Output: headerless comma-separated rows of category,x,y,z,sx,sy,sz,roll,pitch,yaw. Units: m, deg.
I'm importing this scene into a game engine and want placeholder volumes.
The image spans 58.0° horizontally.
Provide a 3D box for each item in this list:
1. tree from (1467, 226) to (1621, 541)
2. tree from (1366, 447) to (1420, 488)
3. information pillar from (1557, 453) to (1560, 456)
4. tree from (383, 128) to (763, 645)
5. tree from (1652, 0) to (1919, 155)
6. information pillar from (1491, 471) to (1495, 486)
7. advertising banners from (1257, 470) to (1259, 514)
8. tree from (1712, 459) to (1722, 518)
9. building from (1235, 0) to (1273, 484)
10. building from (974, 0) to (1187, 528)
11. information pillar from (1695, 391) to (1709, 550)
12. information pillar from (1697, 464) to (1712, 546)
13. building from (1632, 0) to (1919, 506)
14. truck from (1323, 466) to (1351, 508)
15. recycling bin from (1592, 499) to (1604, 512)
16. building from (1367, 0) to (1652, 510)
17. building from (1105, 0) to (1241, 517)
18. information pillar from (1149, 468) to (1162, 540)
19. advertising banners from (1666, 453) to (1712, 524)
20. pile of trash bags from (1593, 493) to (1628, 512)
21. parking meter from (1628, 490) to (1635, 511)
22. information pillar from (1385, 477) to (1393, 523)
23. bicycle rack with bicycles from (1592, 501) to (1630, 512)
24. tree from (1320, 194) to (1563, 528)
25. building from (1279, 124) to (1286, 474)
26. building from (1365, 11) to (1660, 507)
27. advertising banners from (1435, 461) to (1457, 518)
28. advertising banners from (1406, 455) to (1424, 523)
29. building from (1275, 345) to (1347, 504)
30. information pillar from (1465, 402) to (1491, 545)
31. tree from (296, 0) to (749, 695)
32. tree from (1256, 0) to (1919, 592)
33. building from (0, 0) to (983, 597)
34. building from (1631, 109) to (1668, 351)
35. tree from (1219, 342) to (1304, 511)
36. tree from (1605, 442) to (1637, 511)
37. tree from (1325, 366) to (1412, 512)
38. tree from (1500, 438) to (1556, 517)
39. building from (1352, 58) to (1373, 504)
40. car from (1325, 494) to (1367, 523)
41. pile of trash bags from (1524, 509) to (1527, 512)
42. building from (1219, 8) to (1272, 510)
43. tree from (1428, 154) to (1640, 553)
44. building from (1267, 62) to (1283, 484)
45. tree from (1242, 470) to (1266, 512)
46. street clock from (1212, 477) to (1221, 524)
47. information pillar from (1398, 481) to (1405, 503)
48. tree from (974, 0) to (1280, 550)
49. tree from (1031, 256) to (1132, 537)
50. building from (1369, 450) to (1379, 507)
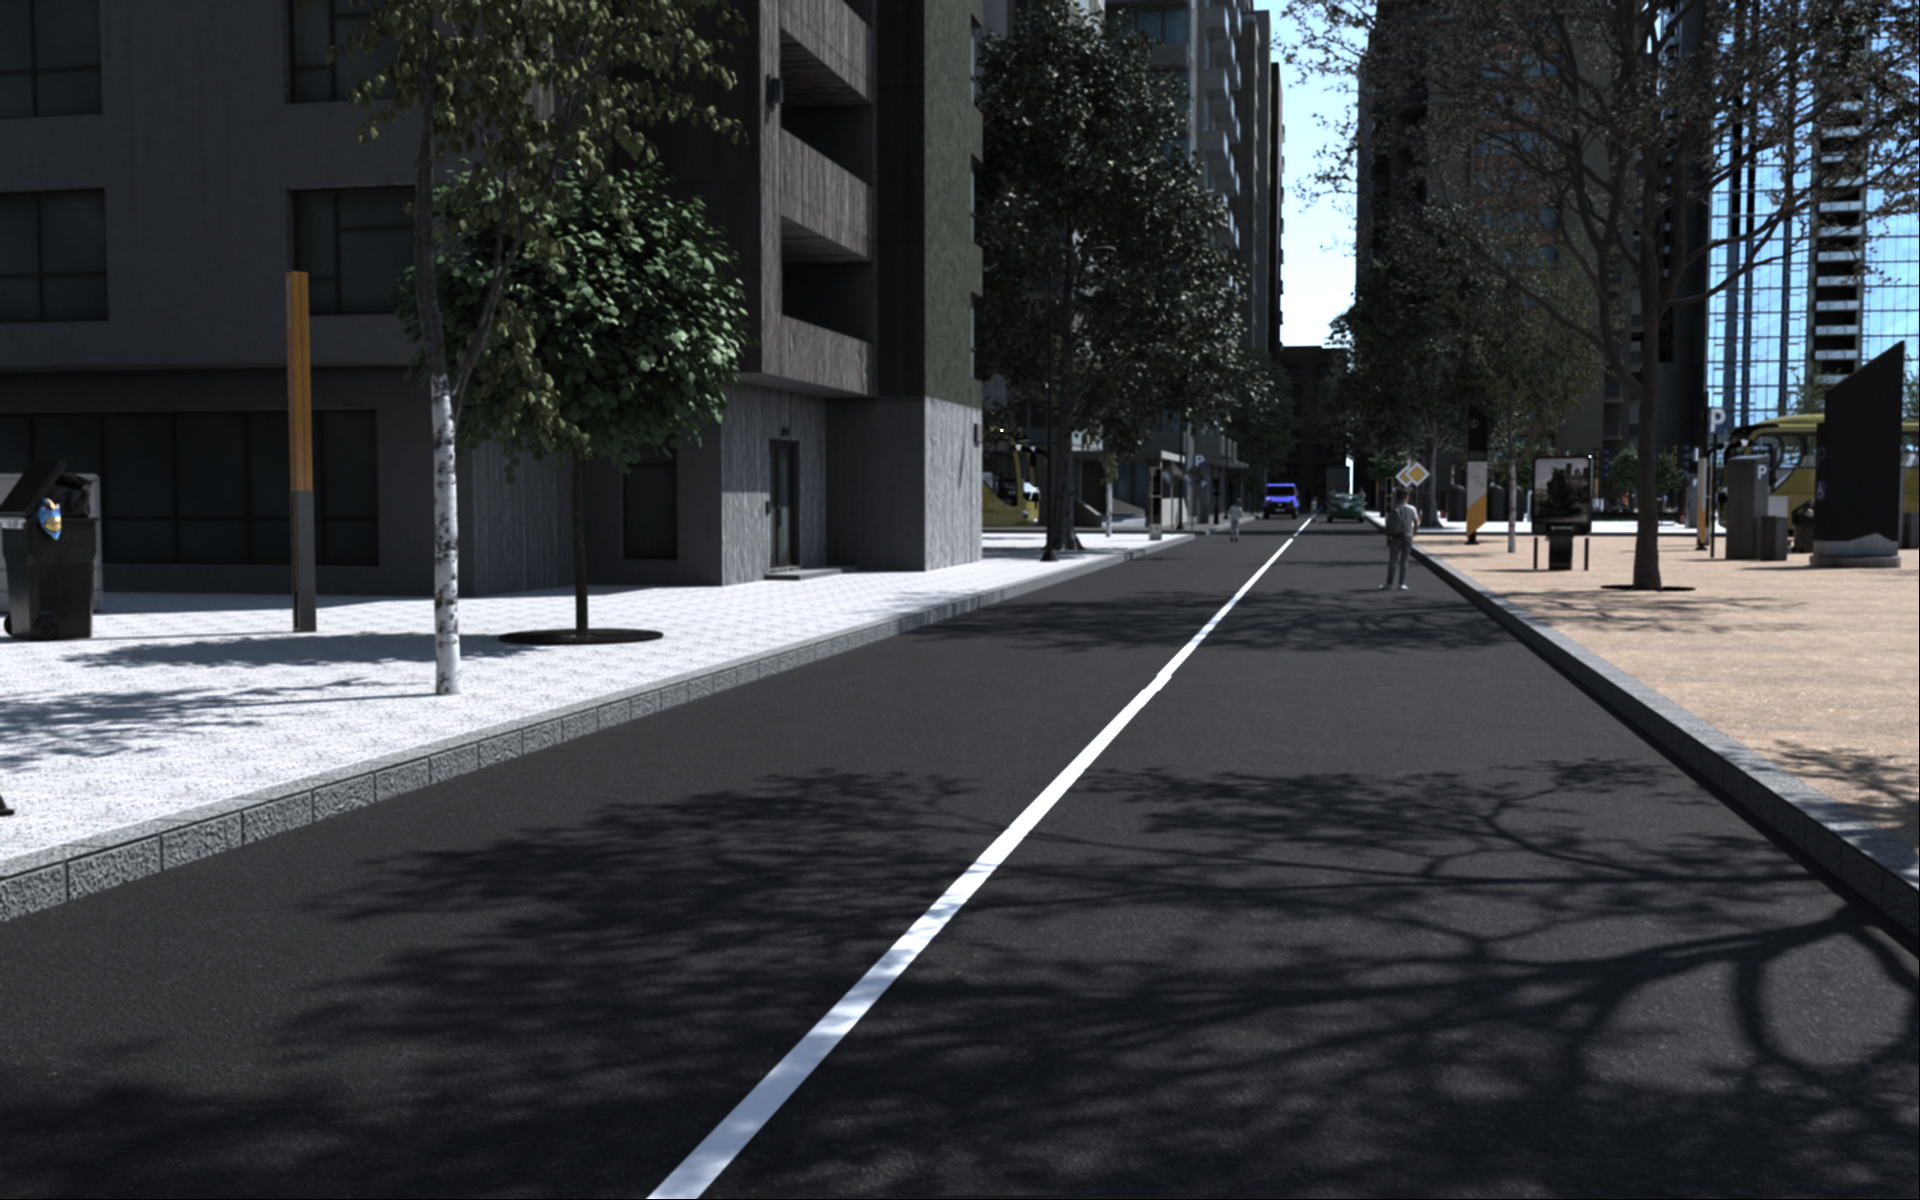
tree,16.237,-5.956,47.744,4.737,8.622,4.395,0,3,0
tree,25.172,-7.077,99.429,4.285,4.588,4.351,0,3,0
information pillar,33.982,-6.568,98.734,0.183,3.616,0.504,-1,4,-13
tree,-3.390,-1.936,15.366,4.285,4.588,4.351,0,3,0
tree,5.193,-4.451,7.179,8.767,10.594,7.601,3,5,43
information pillar,38.662,-8.223,125.804,0.183,3.616,0.504,-1,4,-11
advertising banners,19.360,-7.111,112.454,0.090,3.025,2.074,1,4,8
tree,41.365,-6.118,94.639,1.663,3.219,1.824,0,3,0
building,18.740,-44.151,160.121,20.563,71.187,20.611,1,4,12
building,-6.648,-23.491,75.965,32.217,40.220,23.993,1,4,12
information pillar,16.966,-2.949,39.574,0.183,3.616,0.504,1,4,9
information pillar,18.558,-2.366,43.172,0.304,2.012,0.304,2,4,26
building,89.970,-53.430,186.253,31.000,86.520,22.319,1,4,12
truck,38.703,-11.556,177.850,2.839,4.237,11.283,1,4,12
recycling bin,33.865,-4.892,92.532,0.722,1.027,0.722,-3,4,-36
building,46.917,-30.326,150.451,22.147,44.769,28.867,1,4,12
building,5.937,-29.929,108.955,23.786,49.044,30.456,1,4,12
information pillar,5.422,-2.663,48.037,0.304,2.012,0.304,0,4,-7
advertising banners,30.826,-4.731,73.539,2.074,3.025,0.090,1,4,17
pile of trash bags,45.017,-6.730,119.781,1.912,1.369,3.447,-2,4,-24
parking meter,44.209,-6.463,114.074,0.372,1.533,0.369,0,3,0
information pillar,18.743,-4.352,75.655,0.304,2.012,0.304,1,4,16
bicycle rack with bicycles,32.323,-4.531,87.456,2.925,0.926,2.852,-3,4,-37
tree,18.082,-9.130,66.288,9.611,12.733,9.660,0,3,0
building,21.848,-35.508,200.167,30.456,49.044,23.786,1,4,12
building,59.250,-36.801,190.937,28.713,52.752,27.495,1,4,12
advertising banners,25.625,-5.846,91.775,0.090,3.025,2.074,-1,4,-22
advertising banners,20.423,-4.964,77.357,0.090,3.025,2.074,3,5,44
building,37.022,-23.689,232.352,28.899,21.520,27.650,1,4,12
information pillar,13.100,-3.215,43.918,0.504,3.616,0.183,1,4,19
tree,-3.044,-3.701,10.878,4.737,8.622,4.395,0,3,0
tree,9.051,-6.875,22.782,12.009,13.543,11.850,0,3,0
building,-7.882,-15.622,27.123,14.160,30.474,14.107,1,4,12
building,90.627,-36.274,216.776,21.600,48.544,21.300,1,4,12
tree,22.108,-12.943,129.750,7.486,12.596,7.792,0,3,0
tree,42.717,-7.719,109.921,4.285,4.588,4.351,0,3,0
tree,29.897,-12.088,123.394,9.928,11.665,9.643,0,3,0
tree,31.658,-6.897,96.483,4.285,4.588,4.351,0,3,0
building,65.345,-41.626,222.591,28.212,58.520,21.231,1,4,12
car,19.543,-4.644,87.734,2.131,1.459,4.920,1,4,12
pile of trash bags,40.440,-6.842,121.627,1.912,1.369,3.447,1,4,19
building,18.224,-28.125,143.433,14.154,41.232,14.086,1,4,12
tree,12.274,-5.332,37.545,4.360,8.622,3.978,0,3,0
building,25.820,-32.307,178.324,14.600,45.320,14.200,1,4,12
tree,21.173,-7.945,124.508,1.663,3.219,1.824,0,3,0
street clock,10.877,-4.213,73.448,0.358,2.002,0.471,1,4,15
information pillar,22.071,-5.017,86.516,0.304,2.012,0.304,0,4,-3
tree,2.507,-7.501,39.645,9.611,12.733,9.660,0,3,0
tree,4.226,-6.188,51.542,4.737,8.622,4.395,0,3,0
building,48.181,-24.530,172.759,14.160,30.474,14.107,1,4,12
